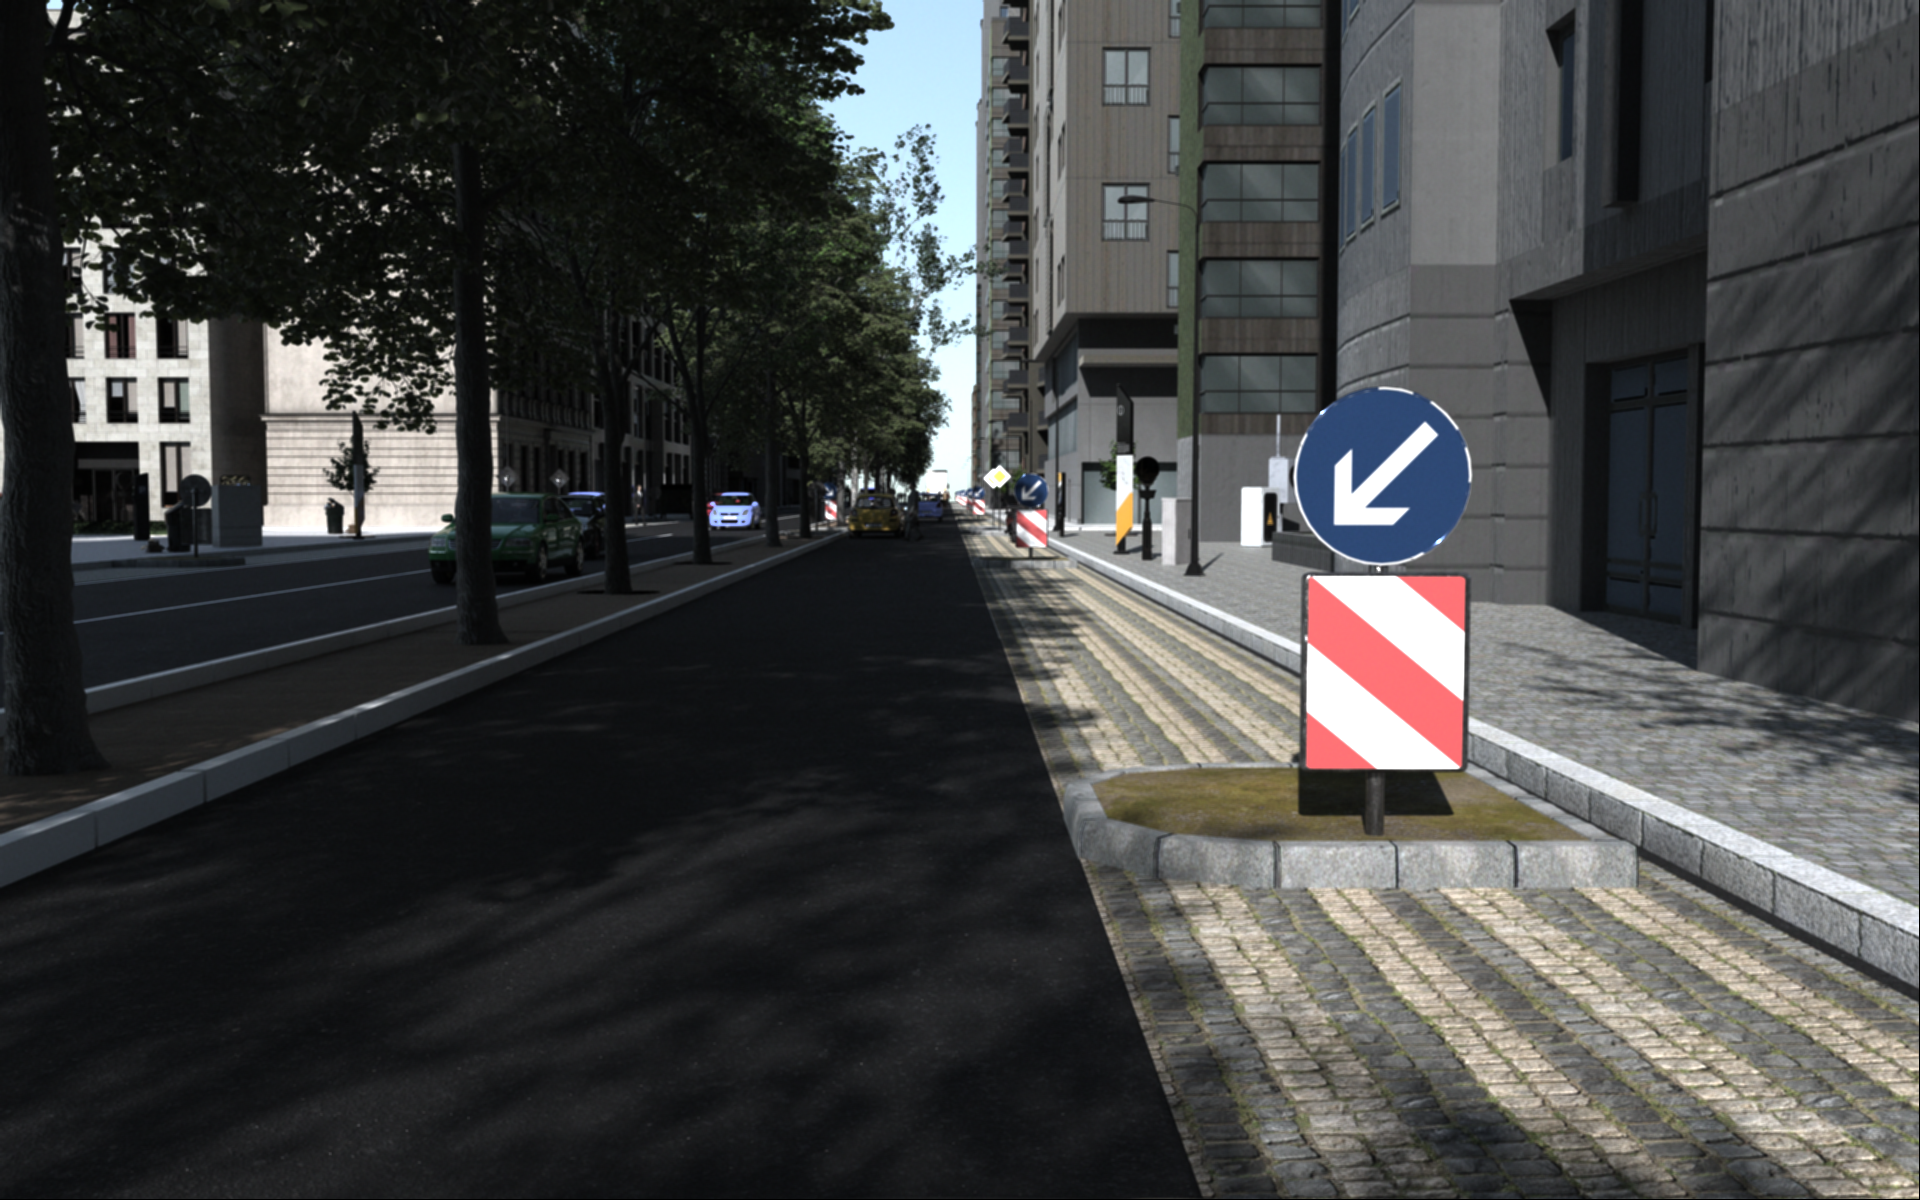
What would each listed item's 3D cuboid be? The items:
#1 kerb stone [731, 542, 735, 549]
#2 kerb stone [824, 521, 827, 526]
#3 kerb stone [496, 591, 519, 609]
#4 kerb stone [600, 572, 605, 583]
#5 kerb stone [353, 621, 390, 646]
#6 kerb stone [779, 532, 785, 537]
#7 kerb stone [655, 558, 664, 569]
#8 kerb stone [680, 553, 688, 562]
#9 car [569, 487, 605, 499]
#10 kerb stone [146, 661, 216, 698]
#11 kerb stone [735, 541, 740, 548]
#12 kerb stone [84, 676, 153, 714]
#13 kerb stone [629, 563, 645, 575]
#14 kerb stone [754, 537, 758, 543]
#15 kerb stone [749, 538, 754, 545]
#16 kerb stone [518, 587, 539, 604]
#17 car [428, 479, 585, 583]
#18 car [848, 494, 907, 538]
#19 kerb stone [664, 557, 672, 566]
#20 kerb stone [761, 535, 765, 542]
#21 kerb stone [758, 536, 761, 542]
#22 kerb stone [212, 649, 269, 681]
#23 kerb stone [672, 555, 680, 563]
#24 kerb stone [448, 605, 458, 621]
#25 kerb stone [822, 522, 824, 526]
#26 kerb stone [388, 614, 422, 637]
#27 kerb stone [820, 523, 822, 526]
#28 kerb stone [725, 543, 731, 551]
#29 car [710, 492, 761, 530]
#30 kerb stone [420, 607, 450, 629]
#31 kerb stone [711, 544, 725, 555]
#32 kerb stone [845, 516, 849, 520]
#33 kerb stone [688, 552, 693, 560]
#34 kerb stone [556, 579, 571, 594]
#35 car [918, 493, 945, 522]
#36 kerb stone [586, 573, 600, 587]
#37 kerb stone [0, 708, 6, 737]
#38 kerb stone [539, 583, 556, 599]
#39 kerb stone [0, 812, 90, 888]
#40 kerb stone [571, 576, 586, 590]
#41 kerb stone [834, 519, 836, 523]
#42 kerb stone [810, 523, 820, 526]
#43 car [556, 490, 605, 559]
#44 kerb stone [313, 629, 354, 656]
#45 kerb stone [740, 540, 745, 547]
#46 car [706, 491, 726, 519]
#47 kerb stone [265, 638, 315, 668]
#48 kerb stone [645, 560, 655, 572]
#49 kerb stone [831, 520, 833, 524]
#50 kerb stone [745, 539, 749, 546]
[{"bbox_3d":[-5.941,-1.356,44.371,0.120,0.150,1.000,0,4,0],"label":"kerb stone"},{"bbox_3d":[-6.185,-3.397,77.729,0.120,0.150,1.000,0,4,0],"label":"kerb stone"},{"bbox_3d":[-5.773,0.022,21.839,0.120,0.150,1.000,0,4,0],"label":"kerb stone"},{"bbox_3d":[-5.817,-0.354,27.983,0.120,0.150,1.000,0,4,0],"label":"kerb stone"},{"bbox_3d":[-5.736,0.340,16.677,0.120,0.150,1.000,0,4,0],"label":"kerb stone"},{"bbox_3d":[-6.045,-2.236,58.752,0.120,0.150,1.000,0,4,0],"label":"kerb stone"},{"bbox_3d":[-5.853,-0.667,33.106,0.120,0.150,1.000,0,4,0],"label":"kerb stone"},{"bbox_3d":[-5.874,-0.855,36.175,0.120,0.150,1.000,0,4,0],"label":"kerb stone"},{"bbox_3d":[-12.459,-2.930,57.496,1.945,1.707,3.694,0,4,1],"label":"car"},{"bbox_3d":[-5.699,0.588,12.582,0.120,0.150,1.000,0,4,0],"label":"kerb stone"},{"bbox_3d":[-5.945,-1.417,45.407,0.120,0.150,1.000,0,4,0],"label":"kerb stone"},{"bbox_3d":[-5.693,0.651,11.558,0.120,0.150,1.000,0,4,0],"label":"kerb stone"},{"bbox_3d":[-5.841,-0.538,31.062,0.120,0.150,1.000,0,4,0],"label":"kerb stone"},{"bbox_3d":[-5.976,-1.671,49.510,0.120,0.150,1.000,0,4,0],"label":"kerb stone"},{"bbox_3d":[-5.967,-1.608,48.483,0.120,0.150,1.000,0,4,0],"label":"kerb stone"},{"bbox_3d":[-5.776,-0.041,22.865,0.120,0.150,1.000,0,4,0],"label":"kerb stone"},{"bbox_3d":[-7.596,-1.253,29.286,1.959,1.807,4.718,0,4,0],"label":"car"},{"bbox_3d":[-2.727,-2.890,57.480,2.015,1.641,3.980,0,4,1],"label":"car"},{"bbox_3d":[-5.868,-0.730,34.128,0.120,0.150,1.000,0,4,0],"label":"kerb stone"},{"bbox_3d":[-5.991,-1.793,51.569,0.120,0.150,1.000,0,4,0],"label":"kerb stone"},{"bbox_3d":[-5.988,-1.734,50.542,0.120,0.150,1.000,0,4,0],"label":"kerb stone"},{"bbox_3d":[-5.707,0.525,13.610,0.120,0.150,1.000,0,4,0],"label":"kerb stone"},{"bbox_3d":[-5.865,-0.789,35.151,0.120,0.150,1.000,0,4,0],"label":"kerb stone"},{"bbox_3d":[-5.754,0.149,19.780,0.120,0.150,1.000,0,4,0],"label":"kerb stone"},{"bbox_3d":[-6.168,-3.271,75.671,0.120,0.150,1.000,0,4,0],"label":"kerb stone"},{"bbox_3d":[-5.734,0.275,17.705,0.120,0.150,1.000,0,4,0],"label":"kerb stone"},{"bbox_3d":[-6.164,-3.208,74.649,0.120,0.150,1.000,0,4,0],"label":"kerb stone"},{"bbox_3d":[-5.928,-1.286,43.349,0.120,0.150,1.000,0,4,0],"label":"kerb stone"},{"bbox_3d":[-9.010,-3.667,69.553,1.945,1.707,3.694,0,4,0],"label":"car"},{"bbox_3d":[-5.751,0.215,18.741,0.120,0.150,1.000,0,4,0],"label":"kerb stone"},{"bbox_3d":[-5.929,-1.231,42.324,0.120,0.150,1.000,0,4,0],"label":"kerb stone"},{"bbox_3d":[-6.339,-4.714,99.267,0.120,0.150,1.000,0,4,0],"label":"kerb stone"},{"bbox_3d":[-5.882,-0.918,37.197,0.120,0.150,1.000,0,4,0],"label":"kerb stone"},{"bbox_3d":[-5.798,-0.166,24.911,0.120,0.150,1.000,0,4,0],"label":"kerb stone"},{"bbox_3d":[-1.738,-4.872,89.250,1.945,1.707,3.694,0,4,-1],"label":"car"},{"bbox_3d":[-5.805,-0.291,26.955,0.120,0.150,1.000,0,4,0],"label":"kerb stone"},{"bbox_3d":[-5.681,0.716,10.525,0.120,0.150,1.000,0,4,0],"label":"kerb stone"},{"bbox_3d":[-5.783,-0.104,23.888,0.120,0.150,1.000,0,4,0],"label":"kerb stone"},{"bbox_3d":[-3.555,0.960,6.501,0.120,0.150,1.000,0,4,0],"label":"kerb stone"},{"bbox_3d":[-5.805,-0.229,25.933,0.120,0.150,1.000,0,4,0],"label":"kerb stone"},{"bbox_3d":[-6.228,-3.767,83.900,0.120,0.150,1.000,0,4,0],"label":"kerb stone"},{"bbox_3d":[-6.157,-3.145,73.624,0.120,0.150,1.000,0,4,0],"label":"kerb stone"},{"bbox_3d":[-8.843,-1.797,39.175,2.009,1.686,4.222,0,4,-2],"label":"car"},{"bbox_3d":[-5.729,0.402,15.654,0.120,0.150,1.000,0,4,0],"label":"kerb stone"},{"bbox_3d":[-5.953,-1.480,46.429,0.120,0.150,1.000,0,4,0],"label":"kerb stone"},{"bbox_3d":[-13.034,-5.248,94.837,2.155,1.783,4.494,0,3,0],"label":"car"},{"bbox_3d":[-5.713,0.463,14.632,0.120,0.150,1.000,0,4,0],"label":"kerb stone"},{"bbox_3d":[-5.840,-0.605,32.084,0.120,0.150,1.000,0,4,0],"label":"kerb stone"},{"bbox_3d":[-6.214,-3.642,81.848,0.120,0.150,1.000,0,4,0],"label":"kerb stone"},{"bbox_3d":[-5.967,-1.545,47.456,0.120,0.150,1.000,0,4,0],"label":"kerb stone"}]
